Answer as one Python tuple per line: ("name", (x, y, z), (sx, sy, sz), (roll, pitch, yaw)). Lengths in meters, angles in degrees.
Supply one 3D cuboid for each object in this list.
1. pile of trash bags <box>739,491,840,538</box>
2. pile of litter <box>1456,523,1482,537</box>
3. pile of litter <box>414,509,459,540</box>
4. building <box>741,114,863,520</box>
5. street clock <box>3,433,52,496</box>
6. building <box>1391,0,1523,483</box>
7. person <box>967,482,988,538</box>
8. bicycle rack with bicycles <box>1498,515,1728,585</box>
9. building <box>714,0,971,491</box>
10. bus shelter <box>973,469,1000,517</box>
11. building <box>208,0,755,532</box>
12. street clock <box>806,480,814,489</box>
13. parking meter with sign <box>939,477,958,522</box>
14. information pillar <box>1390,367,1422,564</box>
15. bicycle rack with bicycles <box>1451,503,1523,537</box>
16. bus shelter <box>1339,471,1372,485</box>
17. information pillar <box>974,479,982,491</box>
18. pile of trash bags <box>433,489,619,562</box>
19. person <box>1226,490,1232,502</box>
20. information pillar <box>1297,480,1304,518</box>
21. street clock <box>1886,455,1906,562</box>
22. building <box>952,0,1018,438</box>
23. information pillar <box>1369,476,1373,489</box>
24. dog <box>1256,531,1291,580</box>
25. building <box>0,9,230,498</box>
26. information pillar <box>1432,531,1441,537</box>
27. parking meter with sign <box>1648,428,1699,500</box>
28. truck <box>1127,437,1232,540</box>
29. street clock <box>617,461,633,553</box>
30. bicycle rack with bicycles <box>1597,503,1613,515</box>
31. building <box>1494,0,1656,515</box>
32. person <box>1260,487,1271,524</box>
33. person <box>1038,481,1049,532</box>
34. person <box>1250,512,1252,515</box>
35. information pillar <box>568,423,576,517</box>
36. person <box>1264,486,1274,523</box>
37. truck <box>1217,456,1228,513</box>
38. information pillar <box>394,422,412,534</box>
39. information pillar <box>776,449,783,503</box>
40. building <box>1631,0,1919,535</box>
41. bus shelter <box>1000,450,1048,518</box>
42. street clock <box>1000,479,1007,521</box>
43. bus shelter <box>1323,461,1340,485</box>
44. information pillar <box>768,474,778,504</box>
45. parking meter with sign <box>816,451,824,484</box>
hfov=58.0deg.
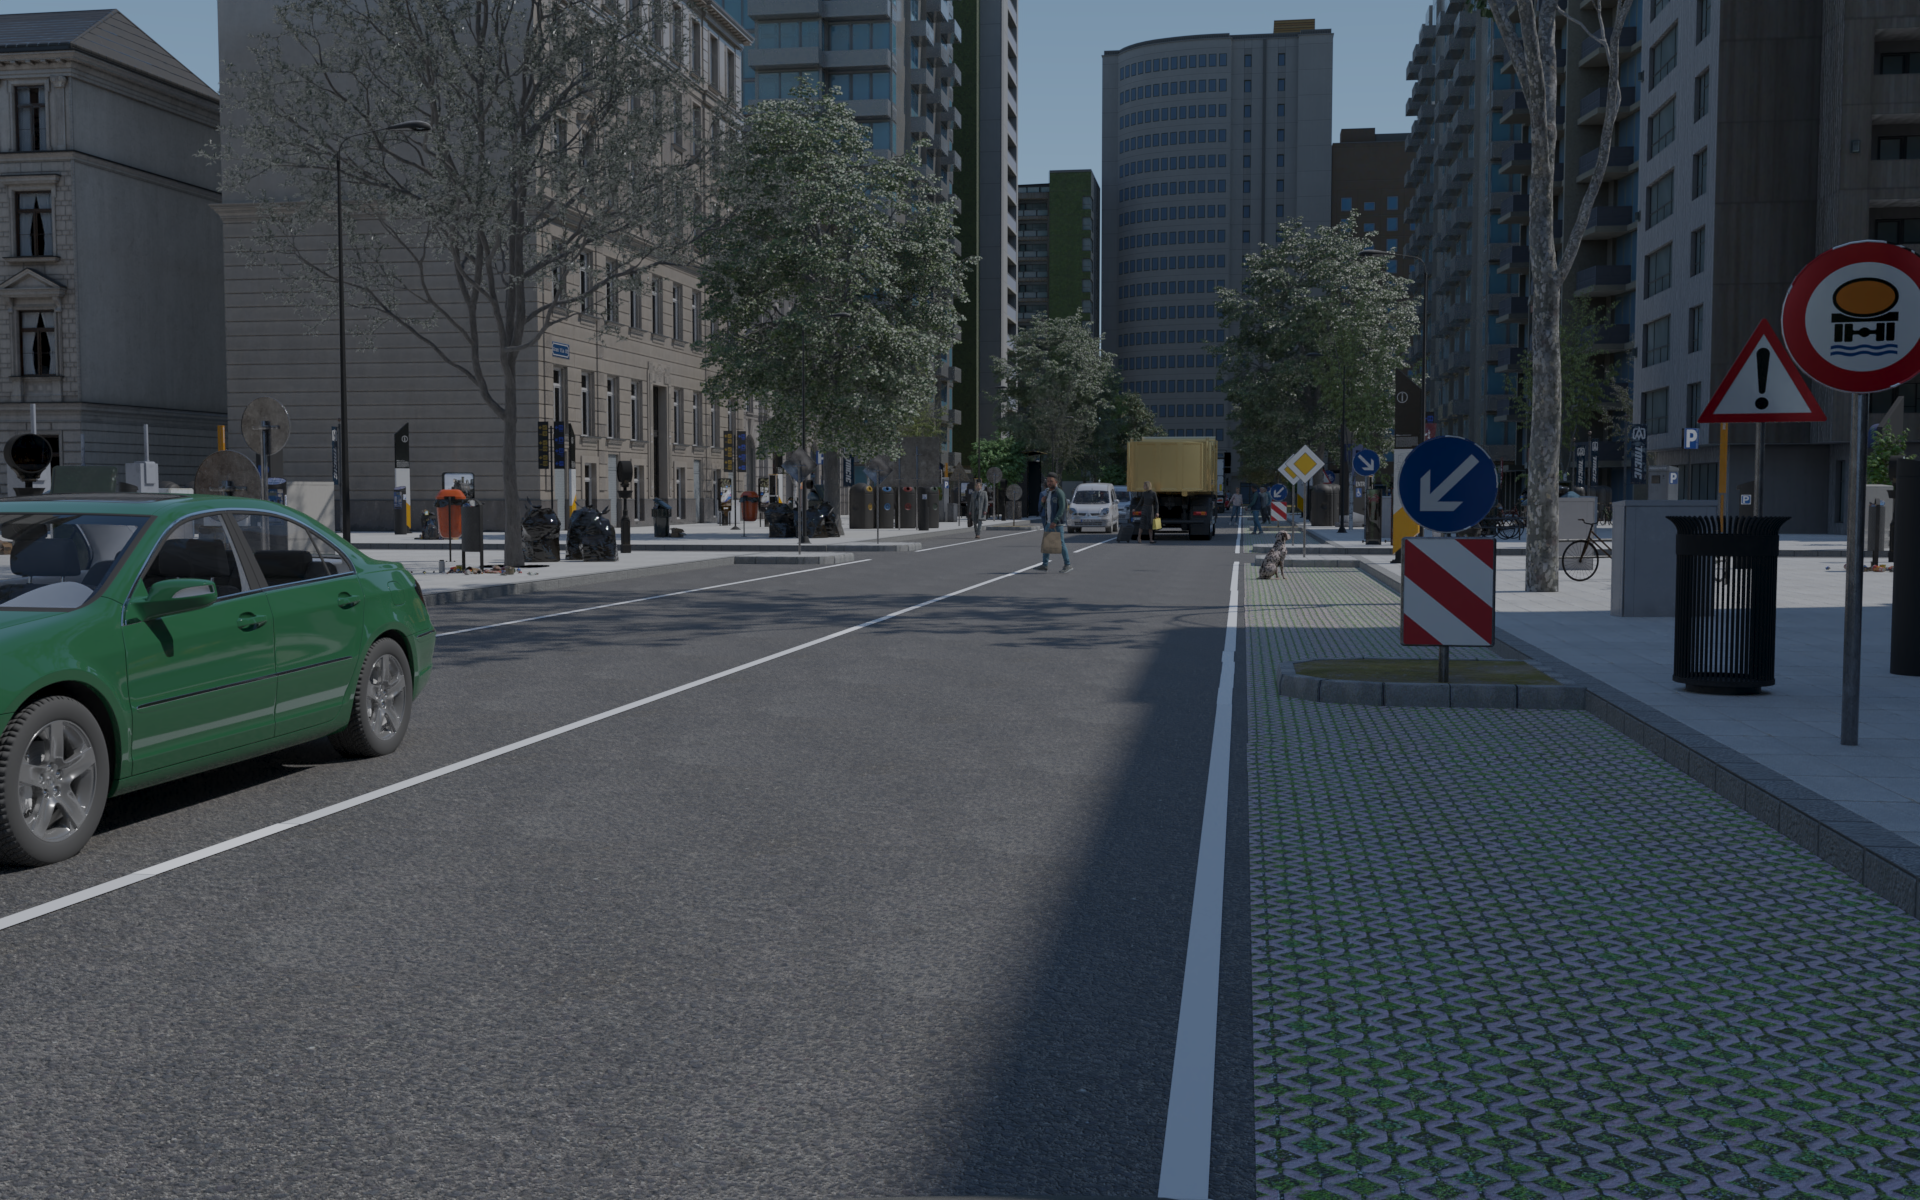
("pile of trash bags", (-5.193, -2.553, 51.488), (3.447, 1.369, 1.912), (2, 4, 33))
("pile of litter", (8.625, -0.993, 30.194), (1.176, 0.858, 1.719), (1, 4, 16))
("pile of litter", (-14.788, -2.138, 48.916), (1.176, 0.858, 1.719), (-2, 4, -25))
("building", (-14.315, -15.458, 94.541), (13.314, 21.916, 24.055), (1, 4, 9))
("street clock", (-11.161, -0.992, 20.785), (0.358, 2.002, 0.471), (3, 5, 43))
("building", (53.478, -33.147, 161.567), (23.786, 49.044, 30.456), (1, 4, 9))
("person", (0.555, -2.896, 55.953), (0.694, 1.812, 0.767), (1, 4, 22))
("bicycle rack with bicycles", (9.890, -0.703, 24.871), (2.925, 0.926, 2.852), (-1, 4, -21))
("building", (-12.166, -31.663, 137.297), (23.786, 49.044, 30.456), (1, 4, 9))
("bus shelter", (2.080, -6.738, 101.441), (1.731, 3.624, 6.357), (1, 4, 9))
("building", (-17.633, -16.685, 70.058), (12.463, 27.353, 25.104), (1, 4, 9))
("street clock", (-7.483, -5.004, 86.382), (0.358, 2.002, 0.471), (1, 4, 16))
("parking meter with sign", (-0.895, -5.070, 79.161), (1.738, 3.016, 0.543), (2, 4, 35))
("information pillar", (8.226, -2.481, 31.913), (0.504, 3.616, 0.183), (2, 4, 33))
("bicycle rack with bicycles", (15.243, -2.212, 49.543), (2.925, 0.926, 2.852), (2, 4, 34))
("bus shelter", (20.059, -5.945, 88.484), (1.731, 3.624, 6.357), (1, 4, 9))
("information pillar", (0.854, -4.740, 81.996), (0.304, 2.012, 0.304), (-1, 4, -10))
("pile of trash bags", (-8.302, -1.435, 33.210), (3.447, 1.369, 1.912), (-1, 4, -11))
("person", (27.656, -10.404, 178.591), (1.348, 1.826, 0.705), (-1, 4, -18))
("information pillar", (18.438, -6.239, 93.364), (0.504, 3.616, 0.183), (-1, 4, -11))
("street clock", (17.577, -1.709, 32.515), (0.358, 2.002, 0.471), (3, 4, 38))
("building", (-8.576, -38.805, 176.454), (28.212, 58.520, 21.231), (1, 4, 9))
("information pillar", (16.530, -4.024, 70.290), (0.304, 2.012, 0.304), (-3, 5, -44))
("dog", (5.133, -0.745, 29.010), (0.800, 0.831, 0.513), (1, 4, 10))
("building", (-38.474, -12.283, 65.458), (19.286, 19.102, 10.561), (1, 4, 9))
("information pillar", (12.332, -2.440, 44.387), (0.304, 2.012, 0.304), (-3, 5, -42))
("parking meter with sign", (18.943, -3.081, 46.643), (0.543, 3.016, 1.738), (-2, 4, -27))
("truck", (7.157, -3.751, 57.259), (3.469, 3.379, 9.791), (1, 4, 10))
("street clock", (-7.258, -2.017, 37.551), (0.358, 2.002, 0.471), (-2, 4, -27))
("bicycle rack with bicycles", (26.881, -3.523, 70.988), (2.852, 0.926, 2.925), (1, 4, 18))
("building", (42.819, -27.118, 98.010), (22.147, 44.769, 28.867), (1, 4, 9))
("person", (14.484, -4.529, 83.031), (0.515, 1.767, 0.782), (-3, 5, -43))
("person", (2.437, -2.374, 47.497), (0.721, 1.800, 0.419), (-2, 4, -35))
("person", (19.348, -6.185, 113.873), (0.306, 1.304, 0.590), (-3, 5, -42))
("information pillar", (-12.858, -4.042, 57.446), (0.183, 3.616, 0.504), (0, 4, 4))
("person", (15.055, -4.656, 84.647), (0.620, 1.820, 0.660), (-2, 4, -34))
("truck", (19.249, -8.857, 133.722), (2.839, 4.237, 11.283), (1, 4, 9))
("information pillar", (-18.072, -3.964, 56.171), (0.183, 3.616, 0.504), (3, 5, 44))
("information pillar", (-7.482, -4.917, 71.739), (0.183, 3.616, 0.504), (1, 4, 19))
("building", (31.278, -17.473, 57.385), (14.107, 30.474, 14.160), (1, 4, 9))
("bus shelter", (3.625, -6.356, 95.199), (1.731, 3.624, 6.357), (1, 4, 9))
("street clock", (2.088, -4.778, 82.692), (0.358, 2.002, 0.471), (1, 4, 17))
("bus shelter", (23.453, -7.028, 108.829), (2.014, 3.302, 5.546), (1, 4, 9))
("information pillar", (-6.948, -3.671, 64.505), (0.304, 2.012, 0.304), (0, 4, 7))
("parking meter with sign", (-5.393, -4.564, 70.875), (0.543, 3.016, 1.738), (1, 4, 11))
